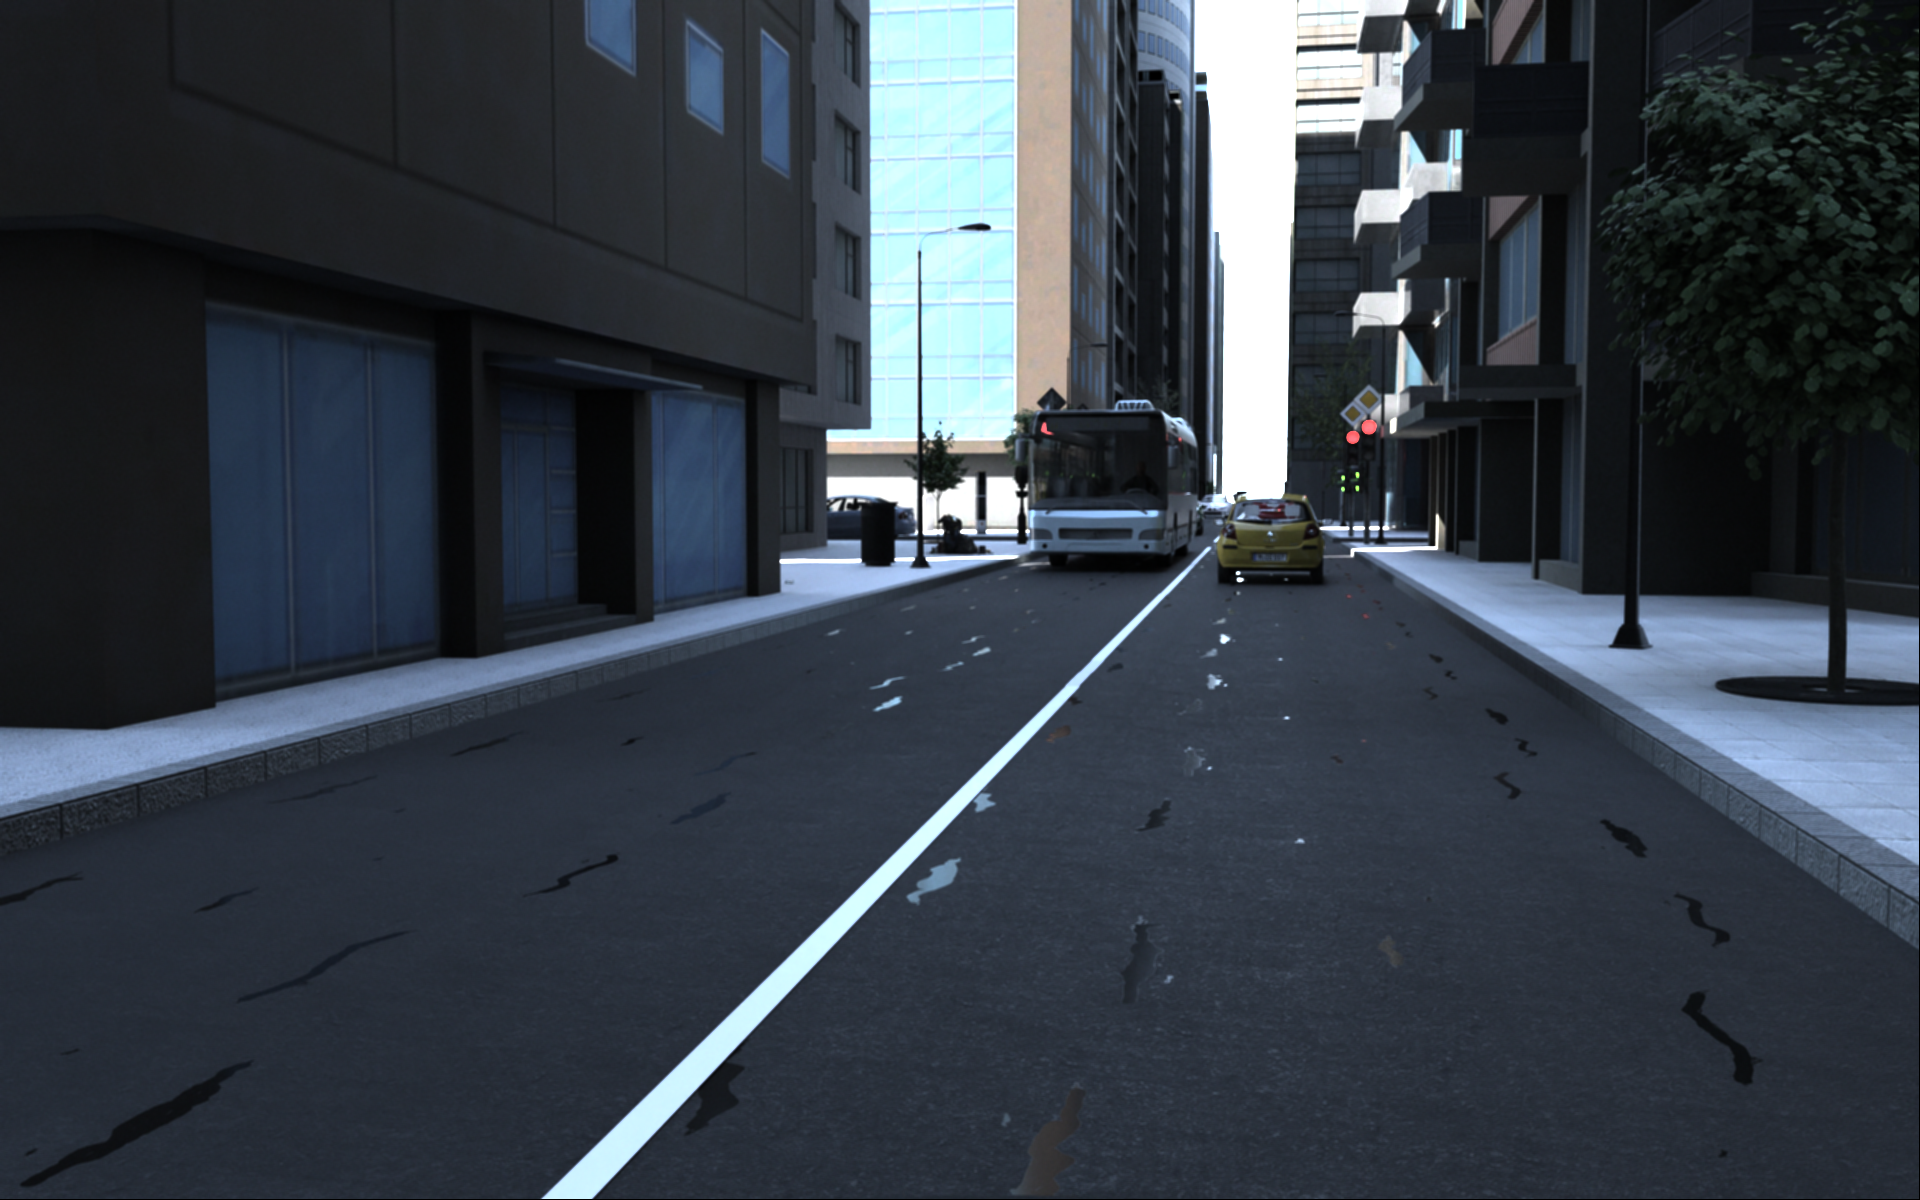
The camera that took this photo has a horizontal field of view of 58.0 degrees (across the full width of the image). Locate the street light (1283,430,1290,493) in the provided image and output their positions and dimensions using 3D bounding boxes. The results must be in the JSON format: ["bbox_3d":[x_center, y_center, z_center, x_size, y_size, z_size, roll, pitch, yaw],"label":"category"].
[{"bbox_3d":[24.417,-9.377,125.859,1.470,5.913,1.316,1,4,10],"label":"street light"}]

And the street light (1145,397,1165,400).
[{"bbox_3d":[9.056,-6.737,82.692,1.470,5.913,1.316,1,4,10],"label":"street light"}]

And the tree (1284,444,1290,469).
[{"bbox_3d":[42.173,-16.168,214.709,4.360,8.622,3.978,0,3,0],"label":"tree"}]

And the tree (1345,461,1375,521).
[{"bbox_3d":[18.403,-5.319,81.561,1.663,3.219,1.824,0,3,0],"label":"tree"}]

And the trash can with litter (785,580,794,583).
[{"bbox_3d":[-3.496,-0.827,24.582,2.233,1.210,1.678,0,4,0],"label":"trash can with litter"}]

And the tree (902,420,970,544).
[{"bbox_3d":[-0.525,-3.088,45.085,1.663,3.219,1.824,0,3,0],"label":"tree"}]

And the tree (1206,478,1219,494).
[{"bbox_3d":[29.613,-12.787,203.665,1.663,3.219,1.824,0,3,0],"label":"tree"}]

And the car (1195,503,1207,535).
[{"bbox_3d":[7.767,-3.067,61.943,2.131,1.459,4.920,1,4,9],"label":"car"}]

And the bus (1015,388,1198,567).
[{"bbox_3d":[3.510,-2.586,37.147,2.948,3.499,13.247,1,4,10],"label":"bus"}]

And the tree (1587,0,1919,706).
[{"bbox_3d":[5.708,-1.677,11.133,4.285,4.588,4.351,0,3,0],"label":"tree"}]

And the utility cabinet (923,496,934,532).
[{"bbox_3d":[-1.169,-2.929,59.049,0.306,1.237,1.020,1,4,17],"label":"utility cabinet"}]

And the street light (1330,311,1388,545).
[{"bbox_3d":[10.206,-4.377,44.105,1.470,5.913,1.316,1,4,10],"label":"street light"}]

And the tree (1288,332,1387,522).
[{"bbox_3d":[16.986,-7.813,78.106,4.737,8.622,4.395,0,3,0],"label":"tree"}]

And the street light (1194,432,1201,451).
[{"bbox_3d":[17.243,-9.582,129.204,1.470,5.913,1.316,1,4,10],"label":"street light"}]

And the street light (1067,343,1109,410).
[{"bbox_3d":[3.870,-4.948,53.442,1.470,5.913,1.316,1,4,10],"label":"street light"}]

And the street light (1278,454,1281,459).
[{"bbox_3d":[32.683,-12.236,172.595,1.470,5.913,1.316,1,4,10],"label":"street light"}]

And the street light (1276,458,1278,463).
[{"bbox_3d":[37.806,-14.013,201.655,1.470,5.913,1.316,1,4,10],"label":"street light"}]

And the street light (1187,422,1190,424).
[{"bbox_3d":[14.114,-8.515,111.763,1.470,5.913,1.316,1,4,10],"label":"street light"}]

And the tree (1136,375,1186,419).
[{"bbox_3d":[11.825,-9.550,106.509,4.360,8.622,3.978,0,3,0],"label":"tree"}]

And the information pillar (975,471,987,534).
[{"bbox_3d":[0.670,-3.095,55.101,0.304,2.012,0.304,-1,4,-11],"label":"information pillar"}]

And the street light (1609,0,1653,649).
[{"bbox_3d":[5.079,-2.561,14.406,1.470,5.913,1.316,1,4,10],"label":"street light"}]

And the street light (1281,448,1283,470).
[{"bbox_3d":[27.603,-10.457,143.518,1.470,5.913,1.316,1,4,10],"label":"street light"}]

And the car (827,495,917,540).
[{"bbox_3d":[-3.510,-2.355,50.509,4.499,1.417,2.014,1,4,11],"label":"car"}]

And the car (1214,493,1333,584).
[{"bbox_3d":[5.272,-1.163,29.234,2.015,1.641,3.980,1,4,11],"label":"car"}]

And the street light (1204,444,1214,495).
[{"bbox_3d":[22.395,-11.430,159.423,1.470,5.913,1.316,1,4,10],"label":"street light"}]

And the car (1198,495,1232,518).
[{"bbox_3d":[15.372,-5.631,104.420,2.083,1.381,4.827,1,4,12],"label":"car"}]

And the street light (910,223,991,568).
[{"bbox_3d":[-0.160,-3.509,29.920,1.470,5.913,1.316,1,4,10],"label":"street light"}]

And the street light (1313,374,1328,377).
[{"bbox_3d":[14.351,-5.784,67.116,1.470,5.913,1.316,1,4,10],"label":"street light"}]

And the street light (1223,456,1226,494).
[{"bbox_3d":[31.371,-14.570,210.767,1.470,5.913,1.316,1,4,10],"label":"street light"}]

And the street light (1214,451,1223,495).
[{"bbox_3d":[27.589,-13.213,188.576,1.470,5.913,1.316,1,4,10],"label":"street light"}]

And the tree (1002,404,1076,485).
[{"bbox_3d":[3.012,-4.498,57.253,4.285,4.588,4.351,0,3,0],"label":"tree"}]
